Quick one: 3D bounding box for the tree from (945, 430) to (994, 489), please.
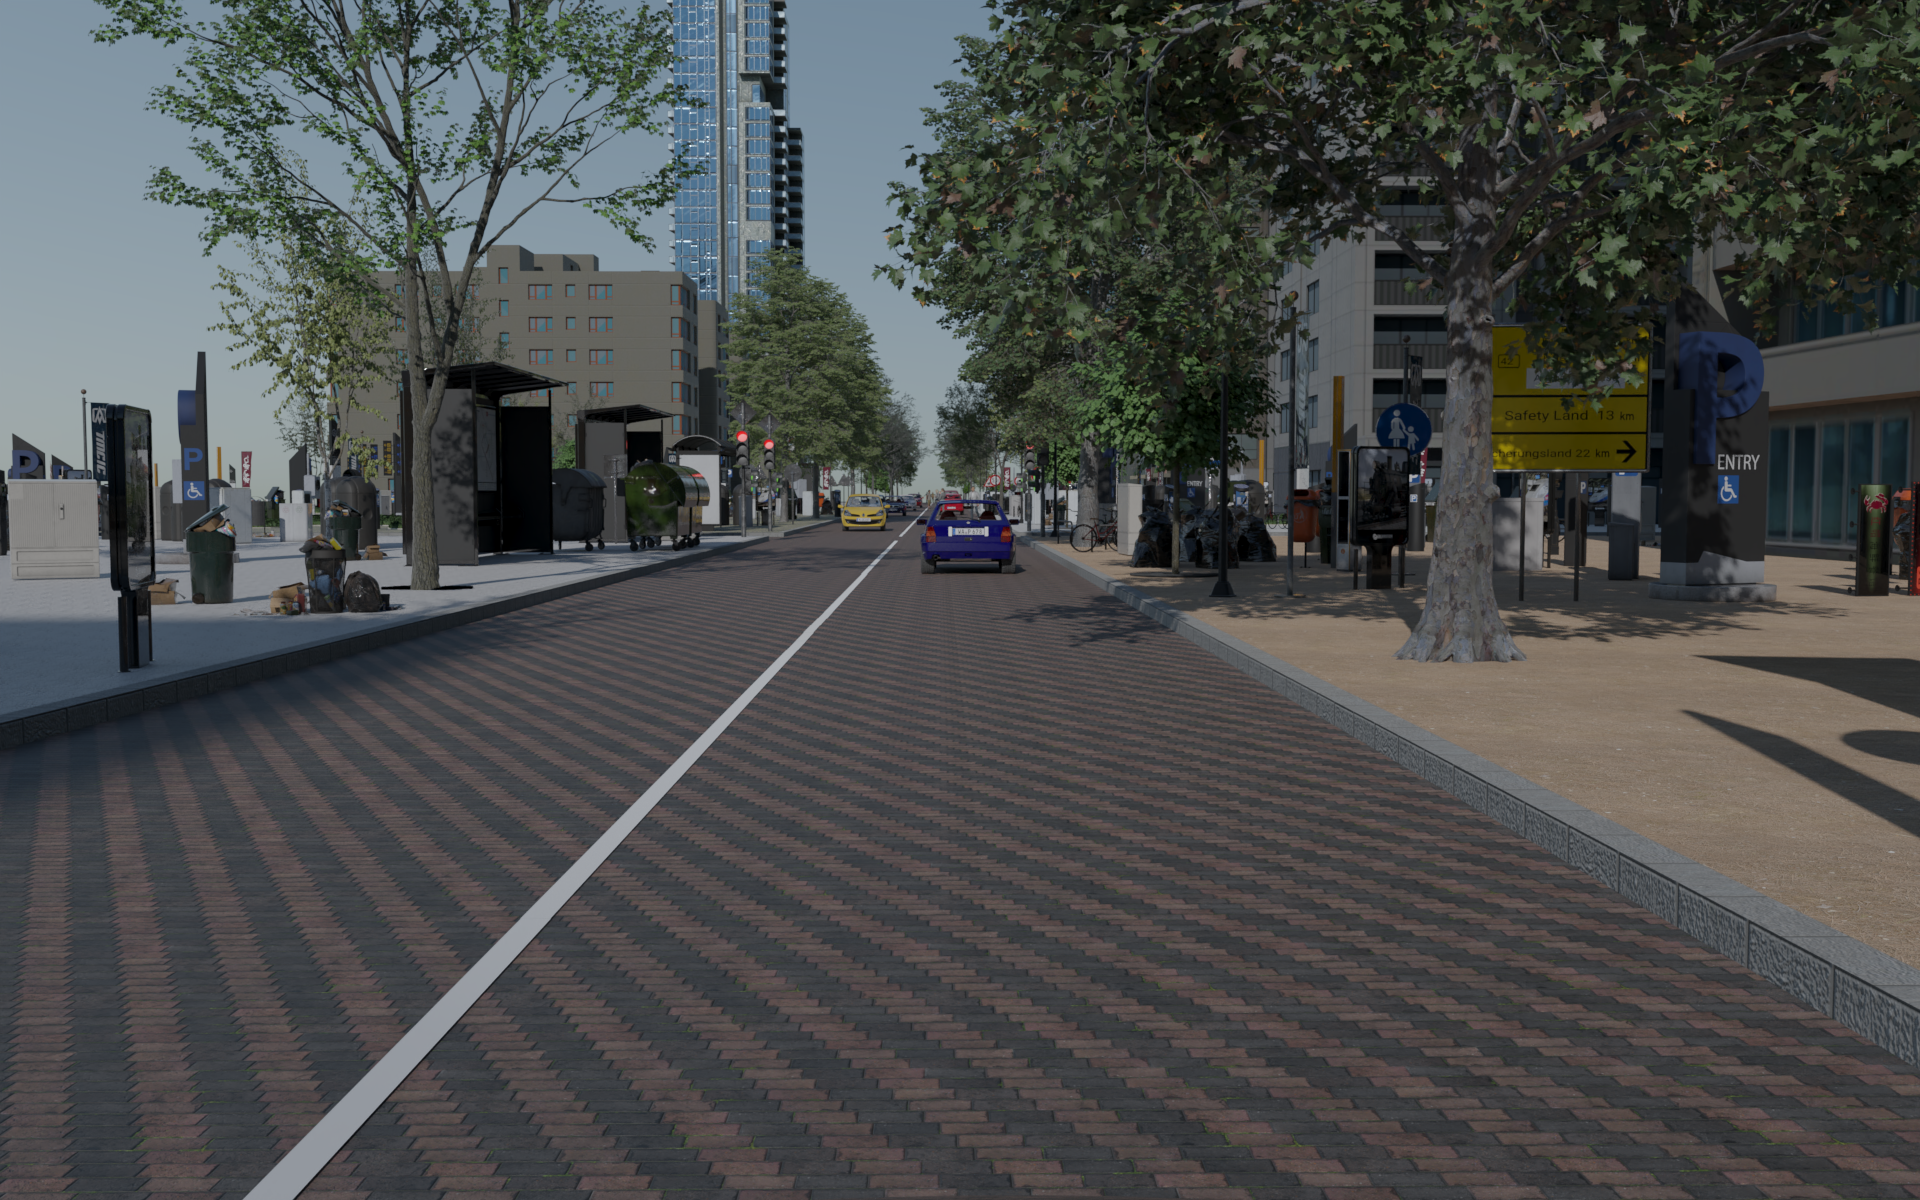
[{"bbox_3d":[1.267,-20.411,251.848,7.486,12.596,7.792,0,3,0],"label":"tree"}]

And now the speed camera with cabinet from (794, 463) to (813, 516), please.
[{"bbox_3d":[-9.102,-6.610,102.404,0.660,3.252,2.038,-3,4,-37],"label":"speed camera with cabinet"}]

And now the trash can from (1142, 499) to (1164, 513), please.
[{"bbox_3d":[5.288,-2.201,47.641,0.748,1.137,0.748,0,3,0],"label":"trash can"}]

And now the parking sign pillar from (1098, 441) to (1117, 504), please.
[{"bbox_3d":[5.114,-4.388,60.218,1.447,3.967,1.447,1,4,16],"label":"parking sign pillar"}]

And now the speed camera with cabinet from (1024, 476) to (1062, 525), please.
[{"bbox_3d":[3.387,-4.789,72.628,0.660,3.252,2.038,-2,4,-27],"label":"speed camera with cabinet"}]

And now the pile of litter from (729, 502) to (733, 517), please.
[{"bbox_3d":[-12.610,-5.103,97.399,1.176,0.858,1.719,0,4,4],"label":"pile of litter"}]

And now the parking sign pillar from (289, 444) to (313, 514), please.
[{"bbox_3d":[-35.507,-6.409,93.257,1.447,3.967,1.447,2,4,29],"label":"parking sign pillar"}]

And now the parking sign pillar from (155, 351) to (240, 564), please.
[{"bbox_3d":[-14.207,-2.672,32.161,1.447,3.967,1.447,-1,4,-21],"label":"parking sign pillar"}]

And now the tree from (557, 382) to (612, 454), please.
[{"bbox_3d":[-24.368,-9.874,111.806,4.360,8.622,3.978,0,3,0],"label":"tree"}]

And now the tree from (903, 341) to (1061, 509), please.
[{"bbox_3d":[2.238,-10.095,99.463,8.767,10.594,7.601,1,4,16],"label":"tree"}]

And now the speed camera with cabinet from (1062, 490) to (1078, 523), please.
[{"bbox_3d":[4.252,-5.005,76.171,2.038,3.252,0.660,0,4,-3],"label":"speed camera with cabinet"}]

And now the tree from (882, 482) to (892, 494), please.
[{"bbox_3d":[-8.761,-13.097,208.731,1.663,3.219,1.824,0,3,0],"label":"tree"}]

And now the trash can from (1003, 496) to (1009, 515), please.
[{"bbox_3d":[2.912,-5.922,108.478,0.748,1.137,0.748,0,3,0],"label":"trash can"}]

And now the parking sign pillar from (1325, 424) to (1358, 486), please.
[{"bbox_3d":[14.528,-4.744,66.030,1.447,3.967,1.447,-2,4,-35],"label":"parking sign pillar"}]

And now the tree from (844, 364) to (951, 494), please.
[{"bbox_3d":[-8.103,-15.282,160.227,12.009,13.543,11.850,0,3,0],"label":"tree"}]

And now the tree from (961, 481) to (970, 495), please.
[{"bbox_3d":[0.844,-16.812,269.478,1.663,3.219,1.824,0,3,0],"label":"tree"}]

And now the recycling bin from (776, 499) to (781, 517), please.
[{"bbox_3d":[-10.001,-5.245,98.303,0.722,1.027,0.722,-2,4,-24],"label":"recycling bin"}]

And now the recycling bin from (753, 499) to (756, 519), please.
[{"bbox_3d":[-10.773,-4.637,88.367,0.722,1.027,0.722,0,4,-4],"label":"recycling bin"}]

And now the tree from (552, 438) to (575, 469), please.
[{"bbox_3d":[-19.010,-6.325,87.120,4.285,4.588,4.351,0,3,0],"label":"tree"}]

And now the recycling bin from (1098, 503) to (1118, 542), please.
[{"bbox_3d":[3.869,-2.076,46.499,0.722,1.027,0.722,0,4,8],"label":"recycling bin"}]

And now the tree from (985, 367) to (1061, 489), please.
[{"bbox_3d":[3.506,-8.368,87.181,4.737,8.622,4.395,0,3,0],"label":"tree"}]

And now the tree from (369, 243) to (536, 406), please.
[{"bbox_3d":[-14.138,-5.976,48.066,4.360,8.622,3.978,0,3,0],"label":"tree"}]

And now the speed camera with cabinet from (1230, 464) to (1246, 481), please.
[{"bbox_3d":[13.168,-5.280,80.662,0.660,3.252,2.038,2,4,28],"label":"speed camera with cabinet"}]

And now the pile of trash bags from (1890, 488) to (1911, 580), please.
[{"bbox_3d":[14.972,-0.995,26.019,1.912,1.369,3.447,0,4,1],"label":"pile of trash bags"}]

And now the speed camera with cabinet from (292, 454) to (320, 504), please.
[{"bbox_3d":[-31.710,-5.486,84.035,0.660,3.252,2.038,0,4,3],"label":"speed camera with cabinet"}]

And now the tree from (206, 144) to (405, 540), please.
[{"bbox_3d":[-13.516,-5.276,36.625,4.737,8.622,4.395,0,3,0],"label":"tree"}]

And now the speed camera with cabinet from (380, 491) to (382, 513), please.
[{"bbox_3d":[-27.906,-5.289,80.811,0.660,3.252,2.038,1,4,21],"label":"speed camera with cabinet"}]

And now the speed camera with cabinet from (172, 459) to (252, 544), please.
[{"bbox_3d":[-18.996,-3.038,44.002,0.660,3.252,2.038,1,4,23],"label":"speed camera with cabinet"}]

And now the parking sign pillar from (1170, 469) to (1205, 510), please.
[{"bbox_3d":[8.455,-4.635,64.249,1.447,3.967,1.447,-2,4,-29],"label":"parking sign pillar"}]

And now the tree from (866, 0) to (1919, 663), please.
[{"bbox_3d":[4.047,-5.883,13.190,9.611,12.733,9.660,0,3,0],"label":"tree"}]

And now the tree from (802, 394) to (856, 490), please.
[{"bbox_3d":[-8.044,-9.044,98.229,4.360,8.622,3.978,0,3,0],"label":"tree"}]

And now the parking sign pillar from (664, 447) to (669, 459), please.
[{"bbox_3d":[-16.770,-6.795,99.571,1.447,3.967,1.447,-1,4,-18],"label":"parking sign pillar"}]

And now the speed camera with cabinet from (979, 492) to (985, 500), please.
[{"bbox_3d":[2.528,-8.406,131.776,2.038,3.252,0.660,-1,4,-13],"label":"speed camera with cabinet"}]

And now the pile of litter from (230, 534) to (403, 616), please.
[{"bbox_3d":[-6.988,-0.299,18.854,1.719,0.858,1.176,-1,4,-14],"label":"pile of litter"}]

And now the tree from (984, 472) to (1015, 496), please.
[{"bbox_3d":[3.053,-8.053,126.274,1.663,3.219,1.824,0,3,0],"label":"tree"}]

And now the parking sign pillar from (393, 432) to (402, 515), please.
[{"bbox_3d":[-24.347,-5.376,76.371,1.447,3.967,1.447,2,4,26],"label":"parking sign pillar"}]

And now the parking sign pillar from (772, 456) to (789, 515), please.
[{"bbox_3d":[-11.271,-7.371,108.989,1.447,3.967,1.447,2,4,29],"label":"parking sign pillar"}]

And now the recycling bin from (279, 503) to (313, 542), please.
[{"bbox_3d":[-17.928,-2.093,46.779,0.722,1.027,0.722,-1,4,-10],"label":"recycling bin"}]

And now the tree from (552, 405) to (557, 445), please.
[{"bbox_3d":[-25.433,-8.953,96.740,4.360,8.622,3.978,0,3,0],"label":"tree"}]

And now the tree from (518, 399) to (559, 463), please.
[{"bbox_3d":[-32.426,-11.036,130.803,4.737,8.622,4.395,0,3,0],"label":"tree"}]

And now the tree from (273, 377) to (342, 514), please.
[{"bbox_3d":[-39.743,-9.526,106.106,4.360,8.622,3.978,0,3,0],"label":"tree"}]

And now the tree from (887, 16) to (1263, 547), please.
[{"bbox_3d":[3.107,-8.269,41.848,9.857,13.997,8.962,0,3,0],"label":"tree"}]

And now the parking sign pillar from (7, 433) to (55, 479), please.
[{"bbox_3d":[-41.240,-5.396,76.697,1.447,3.967,1.447,-1,4,-11],"label":"parking sign pillar"}]

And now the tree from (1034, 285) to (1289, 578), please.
[{"bbox_3d":[3.448,-2.650,27.041,4.285,4.588,4.351,0,3,0],"label":"tree"}]

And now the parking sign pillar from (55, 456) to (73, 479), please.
[{"bbox_3d":[-60.656,-7.871,117.158,1.447,3.967,1.447,-2,4,-35],"label":"parking sign pillar"}]

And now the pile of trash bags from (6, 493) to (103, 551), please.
[{"bbox_3d":[-21.299,-1.841,39.846,3.447,1.369,1.912,1,4,11],"label":"pile of trash bags"}]

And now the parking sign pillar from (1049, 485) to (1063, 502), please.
[{"bbox_3d":[6.338,-7.693,114.253,1.447,3.967,1.447,-1,4,-16],"label":"parking sign pillar"}]

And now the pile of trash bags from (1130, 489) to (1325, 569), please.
[{"bbox_3d":[4.624,-1.263,30.404,3.447,1.369,1.912,2,4,25],"label":"pile of trash bags"}]

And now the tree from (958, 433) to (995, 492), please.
[{"bbox_3d":[1.908,-12.716,158.263,4.360,8.622,3.978,0,3,0],"label":"tree"}]

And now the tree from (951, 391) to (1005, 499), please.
[{"bbox_3d":[1.200,-17.816,201.658,12.009,13.543,11.850,0,3,0],"label":"tree"}]

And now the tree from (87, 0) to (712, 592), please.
[{"bbox_3d":[-7.072,-5.953,23.082,9.928,11.665,9.643,0,3,0],"label":"tree"}]

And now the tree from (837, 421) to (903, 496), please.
[{"bbox_3d":[-9.193,-14.614,173.355,8.767,10.594,7.601,1,4,16],"label":"tree"}]

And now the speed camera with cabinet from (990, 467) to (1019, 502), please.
[{"bbox_3d":[3.303,-8.219,128.723,2.038,3.252,0.660,1,4,10],"label":"speed camera with cabinet"}]

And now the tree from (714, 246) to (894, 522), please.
[{"bbox_3d":[-7.885,-9.897,79.936,7.486,12.596,7.792,0,3,0],"label":"tree"}]

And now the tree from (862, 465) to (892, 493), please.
[{"bbox_3d":[-9.082,-12.563,189.122,4.285,4.588,4.351,0,3,0],"label":"tree"}]

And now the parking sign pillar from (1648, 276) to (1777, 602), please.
[{"bbox_3d":[9.220,-1.997,21.123,1.447,3.967,1.447,-2,4,-24],"label":"parking sign pillar"}]
